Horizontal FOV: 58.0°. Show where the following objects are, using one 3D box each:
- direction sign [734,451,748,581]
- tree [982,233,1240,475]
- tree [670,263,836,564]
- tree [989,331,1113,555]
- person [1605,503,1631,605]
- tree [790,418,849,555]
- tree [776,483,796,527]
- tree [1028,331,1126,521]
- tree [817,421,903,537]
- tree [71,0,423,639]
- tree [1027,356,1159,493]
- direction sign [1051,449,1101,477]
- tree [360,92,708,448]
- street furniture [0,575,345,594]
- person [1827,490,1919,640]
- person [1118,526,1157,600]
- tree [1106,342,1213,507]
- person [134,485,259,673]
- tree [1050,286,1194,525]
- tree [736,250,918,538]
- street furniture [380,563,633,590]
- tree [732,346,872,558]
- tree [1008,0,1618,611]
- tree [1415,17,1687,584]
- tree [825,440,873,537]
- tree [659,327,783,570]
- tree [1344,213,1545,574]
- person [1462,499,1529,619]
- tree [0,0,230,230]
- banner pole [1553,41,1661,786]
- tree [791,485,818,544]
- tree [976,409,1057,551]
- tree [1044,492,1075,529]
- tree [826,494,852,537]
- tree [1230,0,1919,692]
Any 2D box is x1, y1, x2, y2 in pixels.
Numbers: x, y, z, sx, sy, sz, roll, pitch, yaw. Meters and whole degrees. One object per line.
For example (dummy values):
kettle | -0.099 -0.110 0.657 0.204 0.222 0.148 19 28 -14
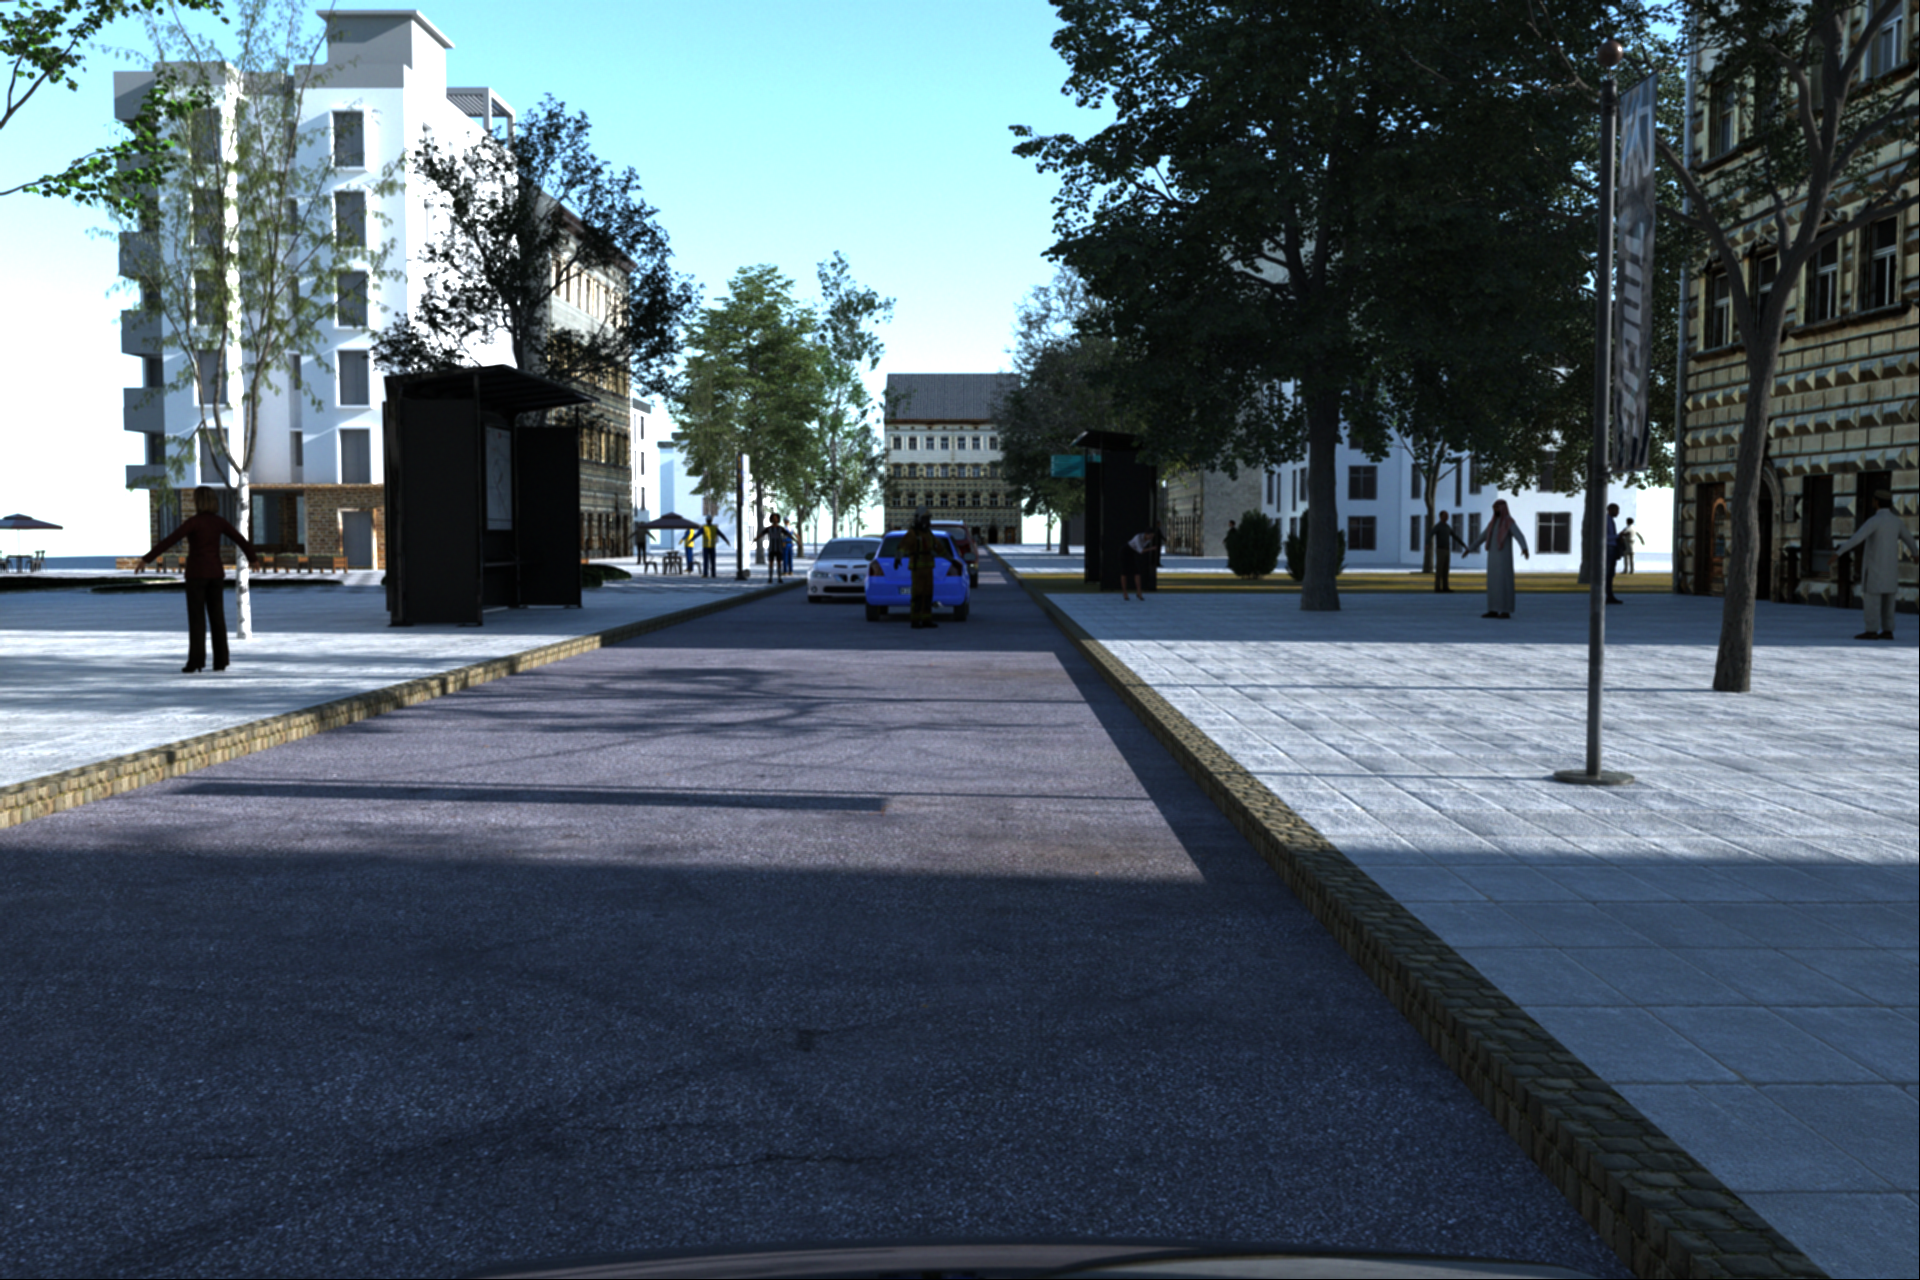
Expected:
direction sign | -6.064 -3.416 47.853 0.379 3.537 0.876 0 4 1
tree | 6.119 -9.762 69.983 12.009 13.543 11.850 0 3 0
tree | -8.744 -9.474 73.028 7.486 12.596 7.792 0 3 0
tree | 6.388 -12.273 107.322 9.857 13.997 8.962 0 3 0
person | 11.937 -1.566 31.518 0.599 1.838 0.709 3 5 40
tree | -8.707 -9.415 104.295 4.737 8.622 4.395 0 3 0
tree | -22.604 -17.084 229.679 4.360 8.622 3.978 0 3 0
tree | 7.482 -10.852 95.556 7.486 12.596 7.792 0 3 0
tree | -8.128 -12.675 141.649 7.601 10.594 8.767 -1 4 -12
tree | -8.799 -4.305 20.748 4.360 8.622 3.978 0 3 0
tree | 6.750 -9.223 85.215 7.601 10.594 8.767 -2 4 -32
direction sign | 3.988 -3.851 51.727 2.525 3.948 1.411 0 4 1
tree | -8.650 -6.204 35.854 8.767 10.594 7.601 2 4 32
street furniture | -30.043 -2.340 43.290 27.439 1.986 14.083 2 4 25
person | 11.181 -0.917 21.085 1.344 1.819 0.704 -1 4 -17
person | 3.448 -1.482 33.469 0.799 1.438 0.628 1 4 13
tree | 6.785 -6.673 59.467 4.737 8.622 4.395 0 3 0
person | -7.076 -0.571 16.145 0.721 1.729 1.215 3 4 36
tree | 4.378 -5.956 47.736 4.360 8.622 3.978 0 3 0
tree | -9.293 -16.052 118.334 12.611 20.169 13.585 0 3 0
street furniture | -11.359 -1.769 44.548 5.734 0.657 10.072 0 4 -2
tree | -8.474 -10.197 92.474 9.928 11.665 9.643 0 3 0
tree | 5.967 -7.471 28.807 9.857 13.997 8.962 0 3 0
tree | 16.294 -8.407 44.105 9.857 13.997 8.962 0 3 0
tree | -8.510 -11.227 133.921 4.737 8.622 4.395 0 3 0
tree | -9.092 -6.803 61.590 4.360 8.622 3.978 0 3 0
tree | 15.186 -7.933 55.466 9.928 11.665 9.643 0 3 0
person | 8.209 -1.239 26.411 0.704 1.811 1.347 -2 4 -27
tree | -9.109 -5.390 13.890 9.928 11.665 9.643 0 3 0
banner pole | 3.299 -1.141 8.677 0.401 3.779 0.863 0 4 0
tree | -20.853 -17.415 235.102 4.737 8.622 4.395 0 3 0
tree | 6.826 -13.520 131.428 12.009 13.543 11.850 0 3 0
tree | 7.231 -10.300 118.761 4.737 8.622 4.395 0 3 0
tree | -15.819 -17.071 229.477 4.737 8.622 4.395 0 3 0
tree | 6.191 -4.839 13.526 8.767 10.594 7.601 1 4 17
